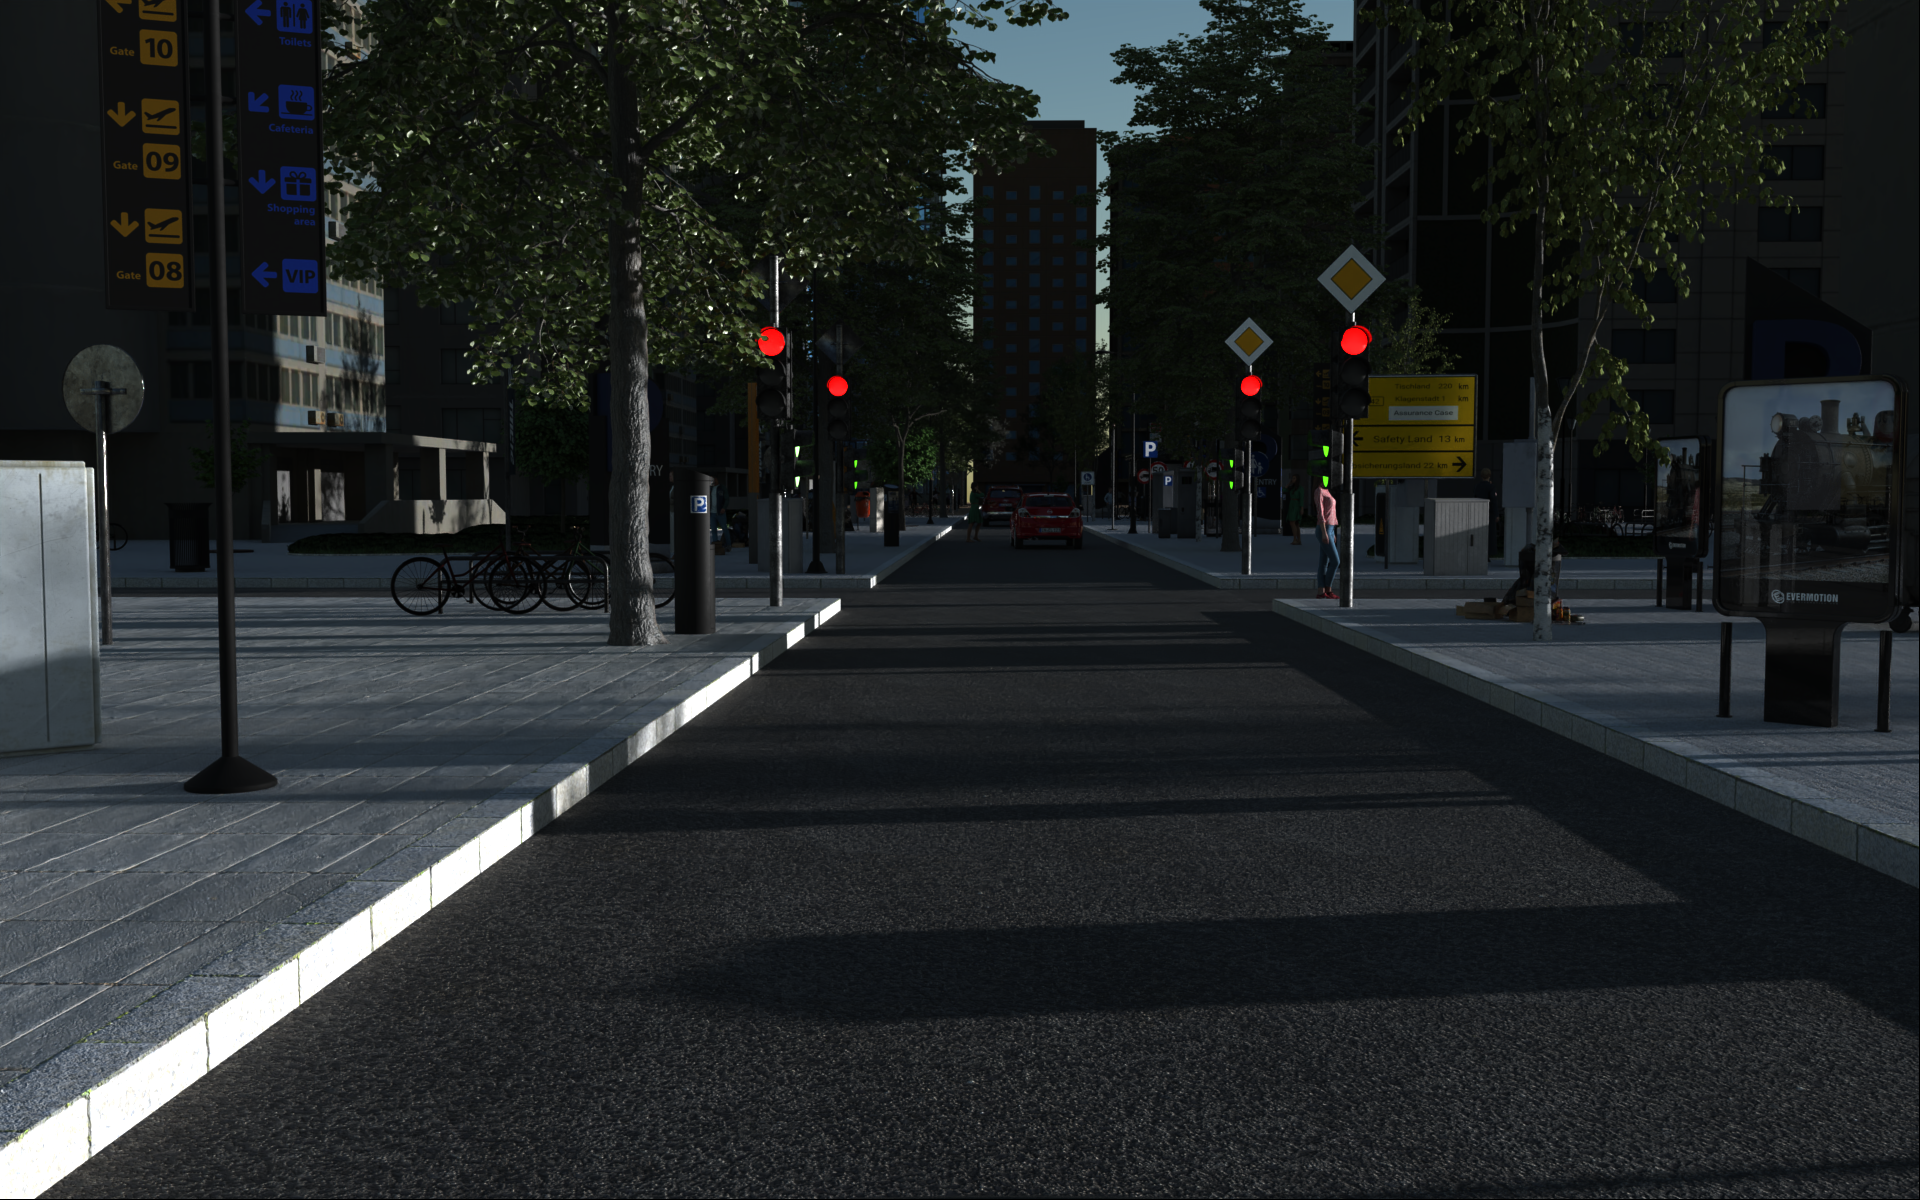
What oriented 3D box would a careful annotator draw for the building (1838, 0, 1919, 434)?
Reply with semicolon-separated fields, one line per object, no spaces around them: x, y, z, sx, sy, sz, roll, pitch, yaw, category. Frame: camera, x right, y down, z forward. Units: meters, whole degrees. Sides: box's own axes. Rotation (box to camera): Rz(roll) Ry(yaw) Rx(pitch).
36.787;-25.853;46.403;21.600;48.544;21.300;0;4;1;building

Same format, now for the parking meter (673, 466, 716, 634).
-2.446;-0.462;15.958;0.372;1.533;0.369;0;3;0;parking meter

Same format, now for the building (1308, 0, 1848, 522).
29.860;-39.639;86.356;20.563;71.187;20.611;0;4;1;building

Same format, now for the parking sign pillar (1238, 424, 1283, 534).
9.655;-4.103;55.555;1.447;3.967;1.447;1;4;13;parking sign pillar

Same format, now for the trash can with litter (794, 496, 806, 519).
-5.496;-3.189;63.194;2.233;1.210;1.678;0;4;4;trash can with litter

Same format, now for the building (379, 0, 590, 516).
-22.447;-24.226;79.692;14.154;41.232;14.086;0;4;1;building

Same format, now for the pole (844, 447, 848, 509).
-4.924;-4.935;74.532;0.158;3.312;0.155;0;3;0;pole

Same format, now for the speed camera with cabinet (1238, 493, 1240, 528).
9.972;-3.971;59.254;0.660;3.252;2.038;0;4;-2;speed camera with cabinet

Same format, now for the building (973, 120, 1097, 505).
8.784;-34.086;207.415;14.200;45.320;14.600;0;4;1;building

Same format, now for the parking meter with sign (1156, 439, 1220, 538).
6.623;-3.296;50.149;1.738;3.016;0.543;0;4;6;parking meter with sign

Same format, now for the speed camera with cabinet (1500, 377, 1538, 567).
9.766;-2.188;30.106;0.660;3.252;2.038;1;4;21;speed camera with cabinet

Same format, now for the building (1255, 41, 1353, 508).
27.896;-20.955;114.313;14.160;30.474;14.107;0;4;1;building

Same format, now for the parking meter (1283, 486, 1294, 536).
10.080;-2.732;53.074;0.372;1.533;0.369;0;3;0;parking meter

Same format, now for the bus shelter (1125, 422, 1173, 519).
10.188;-7.154;94.600;2.179;5.291;8.768;0;4;1;bus shelter

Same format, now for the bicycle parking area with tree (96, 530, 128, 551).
-22.354;-3.033;36.593;9.016;4.147;8.231;1;4;9;bicycle parking area with tree

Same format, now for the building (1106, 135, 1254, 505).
30.837;-33.974;210.100;28.867;44.769;22.147;0;4;1;building

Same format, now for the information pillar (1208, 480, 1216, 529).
9.352;-3.641;64.018;0.304;2.012;0.304;0;4;-7;information pillar

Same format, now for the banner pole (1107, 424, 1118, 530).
5.441;-4.397;61.906;0.401;3.779;0.863;0;4;-3;banner pole

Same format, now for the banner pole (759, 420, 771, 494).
-5.643;-3.651;49.707;0.863;3.779;0.401;0;4;7;banner pole

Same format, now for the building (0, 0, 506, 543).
-32.060;-22.084;52.947;32.217;40.220;23.993;0;4;1;building

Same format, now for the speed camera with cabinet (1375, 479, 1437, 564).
8.095;-2.272;31.476;0.660;3.252;2.038;0;4;-2;speed camera with cabinet

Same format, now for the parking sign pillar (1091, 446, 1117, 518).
7.884;-6.496;94.677;1.447;3.967;1.447;3;5;41;parking sign pillar

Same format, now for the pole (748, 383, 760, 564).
-3.788;-2.323;31.819;0.158;3.312;0.155;0;3;0;pole

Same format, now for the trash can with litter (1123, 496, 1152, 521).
8.633;-4.346;82.111;1.678;1.210;2.233;0;3;0;trash can with litter

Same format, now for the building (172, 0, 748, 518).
-30.951;-25.912;115.543;32.217;40.220;23.993;0;4;1;building

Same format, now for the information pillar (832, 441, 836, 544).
-3.186;-3.150;42.862;0.183;3.616;0.504;1;4;13;information pillar

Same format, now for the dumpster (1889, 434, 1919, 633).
9.202;-0.663;16.600;1.264;1.857;1.865;0;4;1;dumpster

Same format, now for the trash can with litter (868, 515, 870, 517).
-4.716;-5.351;98.547;2.233;1.210;1.678;0;4;-2;trash can with litter

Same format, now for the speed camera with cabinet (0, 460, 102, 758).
-5.254;-0.844;8.143;2.038;3.252;0.660;-3;5;-40;speed camera with cabinet

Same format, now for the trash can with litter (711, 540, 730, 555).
-5.414;-1.529;36.385;1.055;1.170;0.624;-2;4;-27;trash can with litter

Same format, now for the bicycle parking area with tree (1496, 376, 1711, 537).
17.248;-3.438;43.214;8.231;4.147;9.016;0;4;-2;bicycle parking area with tree

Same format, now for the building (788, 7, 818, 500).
-20.590;-31.089;158.409;14.200;45.320;14.600;0;4;1;building

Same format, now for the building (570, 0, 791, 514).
-21.045;-27.566;134.294;14.154;41.232;14.086;0;4;1;building

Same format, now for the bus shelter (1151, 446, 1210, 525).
9.380;-4.916;74.295;2.014;3.302;5.546;0;4;1;bus shelter

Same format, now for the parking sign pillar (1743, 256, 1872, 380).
9.490;-1.893;19.423;1.447;3.967;1.447;1;4;19;parking sign pillar

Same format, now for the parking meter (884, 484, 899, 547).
-1.678;-2.081;42.435;0.372;1.533;0.369;0;3;0;parking meter

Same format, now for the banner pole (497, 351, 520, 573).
-7.230;-2.312;27.823;0.401;3.779;0.863;-2;4;-26;banner pole

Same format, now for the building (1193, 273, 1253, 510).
35.529;-18.650;149.965;27.650;21.520;28.899;0;4;1;building

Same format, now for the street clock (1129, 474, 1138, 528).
6.117;-3.459;61.124;0.358;2.002;0.471;0;4;-3;street clock

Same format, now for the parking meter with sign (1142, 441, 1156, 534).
6.564;-3.665;56.191;0.543;3.016;1.738;-2;4;-24;parking meter with sign

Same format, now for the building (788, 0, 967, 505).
-14.719;-54.876;209.896;31.000;86.520;22.319;0;4;1;building

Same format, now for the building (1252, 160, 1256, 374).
28.505;-21.815;128.384;14.160;30.474;14.107;0;4;1;building

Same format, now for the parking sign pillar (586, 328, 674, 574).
-5.397;-2.435;28.291;1.447;3.967;1.447;3;5;45;parking sign pillar
